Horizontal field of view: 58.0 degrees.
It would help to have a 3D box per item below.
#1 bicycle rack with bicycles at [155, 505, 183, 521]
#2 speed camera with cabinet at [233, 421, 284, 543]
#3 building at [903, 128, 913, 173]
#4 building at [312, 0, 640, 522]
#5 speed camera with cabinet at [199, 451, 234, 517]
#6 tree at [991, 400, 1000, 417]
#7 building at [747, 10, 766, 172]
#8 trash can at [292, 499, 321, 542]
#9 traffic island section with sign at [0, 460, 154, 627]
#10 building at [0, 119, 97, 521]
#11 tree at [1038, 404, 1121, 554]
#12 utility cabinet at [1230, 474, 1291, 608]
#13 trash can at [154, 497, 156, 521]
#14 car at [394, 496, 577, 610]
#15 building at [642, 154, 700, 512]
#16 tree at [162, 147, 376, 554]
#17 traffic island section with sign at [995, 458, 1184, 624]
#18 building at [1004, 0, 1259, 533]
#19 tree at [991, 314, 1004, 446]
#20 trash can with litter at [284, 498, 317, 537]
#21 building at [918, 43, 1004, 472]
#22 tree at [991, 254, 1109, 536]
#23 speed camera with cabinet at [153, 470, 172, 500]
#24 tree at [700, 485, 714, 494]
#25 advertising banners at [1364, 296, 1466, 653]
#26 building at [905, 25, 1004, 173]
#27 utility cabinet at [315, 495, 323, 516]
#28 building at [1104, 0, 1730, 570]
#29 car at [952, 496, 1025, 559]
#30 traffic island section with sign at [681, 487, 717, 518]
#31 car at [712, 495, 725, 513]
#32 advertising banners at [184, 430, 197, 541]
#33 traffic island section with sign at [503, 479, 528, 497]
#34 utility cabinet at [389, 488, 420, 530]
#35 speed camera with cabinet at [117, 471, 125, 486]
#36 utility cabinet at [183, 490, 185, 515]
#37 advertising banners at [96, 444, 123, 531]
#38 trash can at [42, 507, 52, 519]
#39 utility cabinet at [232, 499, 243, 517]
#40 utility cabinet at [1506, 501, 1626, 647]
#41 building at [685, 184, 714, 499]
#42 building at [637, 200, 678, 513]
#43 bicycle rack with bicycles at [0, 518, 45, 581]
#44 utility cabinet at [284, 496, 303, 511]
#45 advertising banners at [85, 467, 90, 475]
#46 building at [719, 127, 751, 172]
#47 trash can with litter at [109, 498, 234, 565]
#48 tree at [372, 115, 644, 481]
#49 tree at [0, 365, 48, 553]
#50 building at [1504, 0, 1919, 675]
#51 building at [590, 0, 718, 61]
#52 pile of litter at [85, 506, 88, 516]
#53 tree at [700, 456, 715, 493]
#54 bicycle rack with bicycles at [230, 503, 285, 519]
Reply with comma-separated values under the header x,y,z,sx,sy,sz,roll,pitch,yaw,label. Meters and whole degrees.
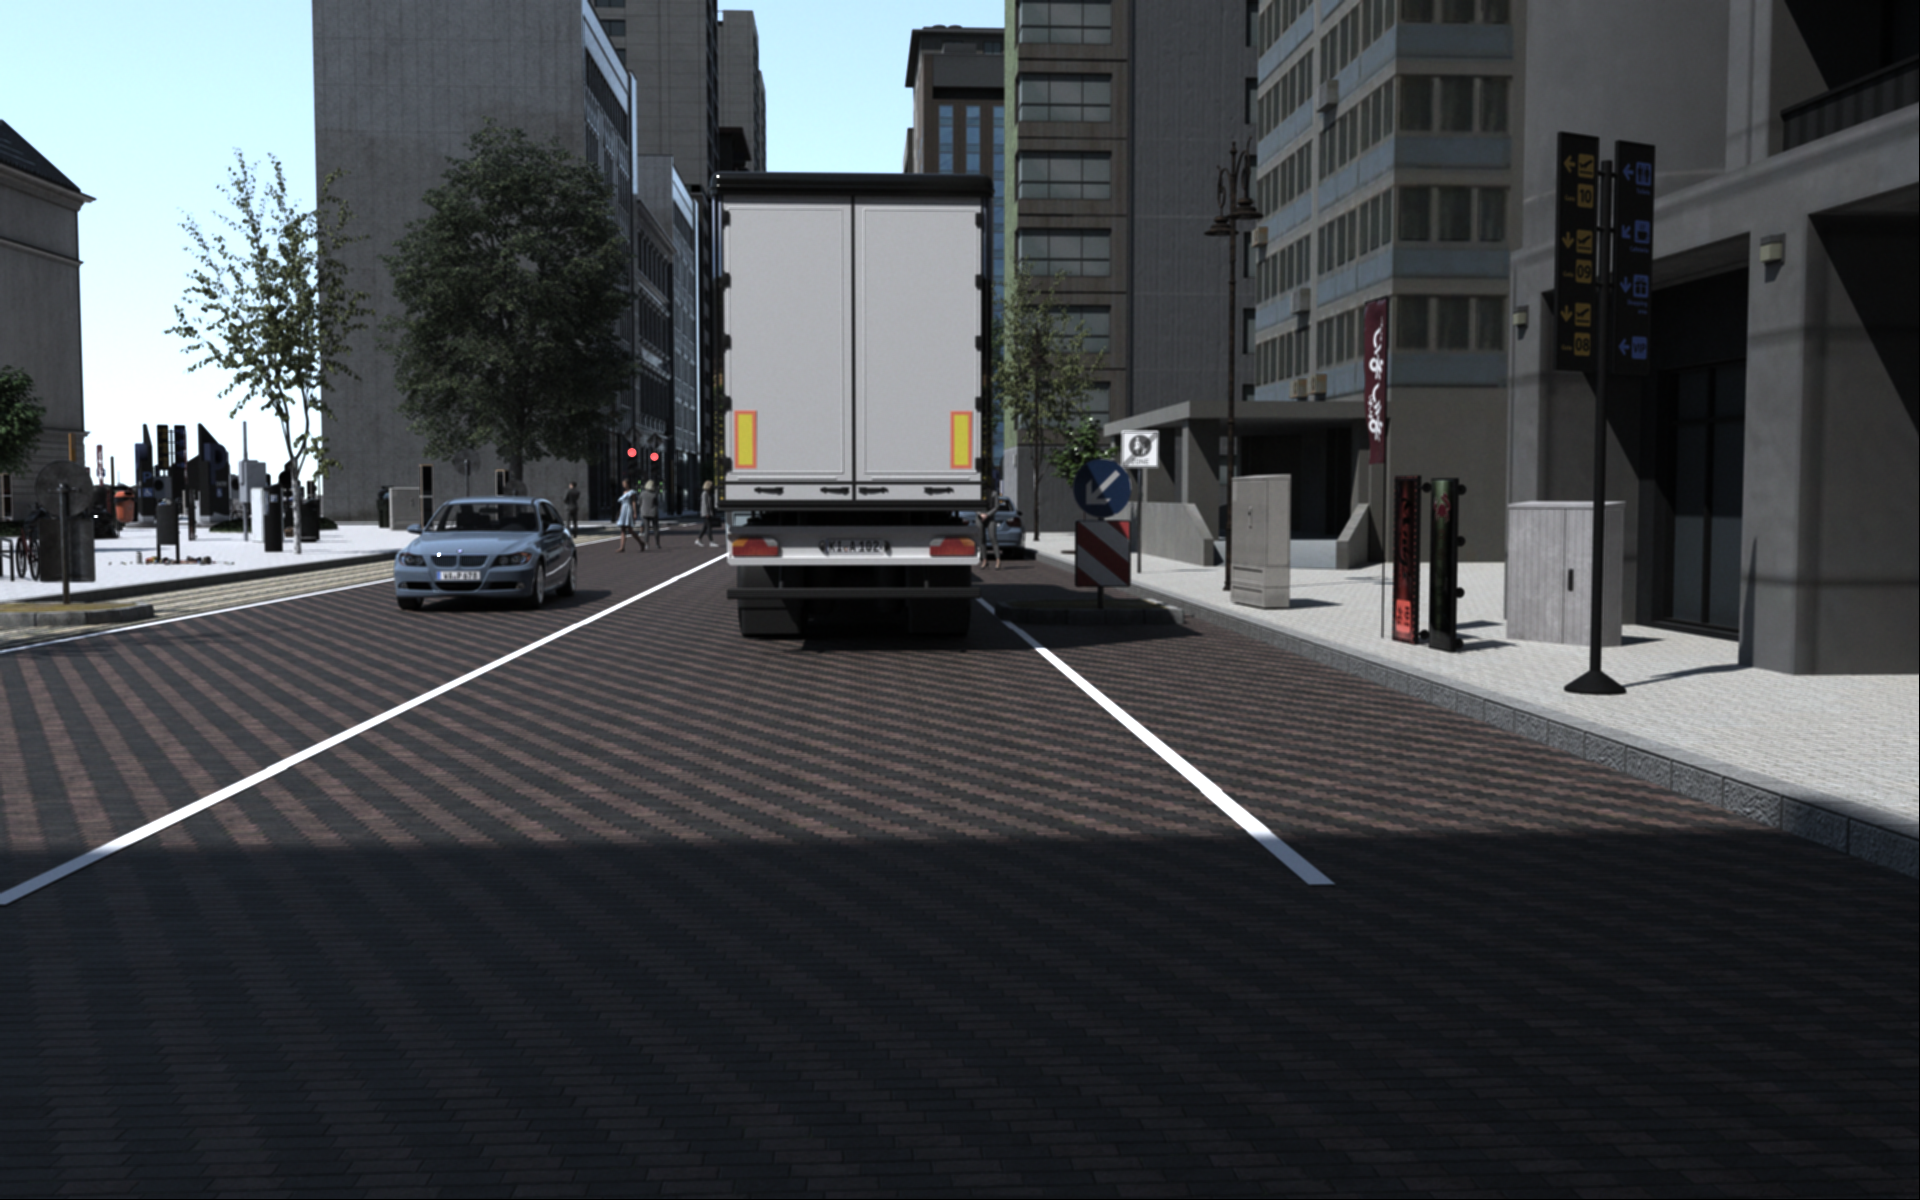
x,y,z,sx,sy,sz,roll,pitch,yaw,label
-39.181,-4.269,83.184,2.925,0.926,2.852,3,4,36,bicycle rack with bicycles
-18.777,-3.191,46.504,0.660,3.252,2.038,-3,4,-38,speed camera with cabinet
3.705,-36.435,219.414,21.300,48.544,21.600,0,4,-3,building
-23.776,-16.563,88.830,12.078,24.808,19.932,0,4,-3,building
-34.047,-5.221,79.705,0.660,3.252,2.038,1,4,22,speed camera with cabinet
-1.971,-12.241,117.148,9.611,12.733,9.660,0,3,0,tree
-38.445,-50.361,261.648,20.563,71.187,20.611,0,4,-3,building
-17.378,-2.107,46.095,0.748,1.137,0.748,0,3,0,trash can
-10.287,-0.663,19.472,1.989,1.847,2.006,0,4,-3,traffic island section with sign
-53.142,-13.330,82.577,19.286,19.102,10.561,0,4,-3,building
2.766,-2.609,37.261,1.663,3.219,1.824,0,3,0,tree
3.412,-0.678,19.767,0.318,1.500,1.173,-1,4,-10,utility cabinet
-36.772,-4.080,78.368,0.748,1.137,0.748,0,3,0,trash can
-6.207,-0.676,23.063,2.014,1.417,4.499,0,4,-4,car
-26.581,-19.109,130.456,12.078,24.808,19.932,0,4,-3,building
-14.313,-5.282,36.730,4.737,8.622,4.395,0,3,0,tree
1.428,-0.697,20.020,1.989,1.847,2.006,0,4,-3,traffic island section with sign
8.487,-23.247,63.686,14.154,41.232,14.086,0,4,-3,building
-0.135,-10.182,92.236,9.928,11.665,9.643,0,3,0,tree
-19.649,-2.457,51.554,1.055,1.170,0.624,-1,4,-16,trash can with litter
2.956,-32.047,174.072,14.600,45.320,14.200,0,4,-3,building
2.406,-6.276,52.972,4.737,8.622,4.395,0,3,0,tree
-40.855,-5.690,87.374,2.038,3.252,0.660,1,4,12,speed camera with cabinet
-21.281,-9.424,148.688,1.663,3.219,1.824,0,3,0,tree
3.849,-1.141,14.842,0.090,3.025,2.074,-1,4,-8,advertising banners
8.591,-37.052,195.037,28.713,52.752,27.495,0,4,-3,building
-38.220,-5.624,103.106,1.020,1.237,0.306,-2,4,-24,utility cabinet
19.977,-21.131,37.380,32.217,40.220,23.993,0,4,-3,building
0.469,-1.673,39.349,2.014,1.417,4.499,0,4,-3,car
-15.353,-5.707,101.938,1.989,1.847,2.006,0,4,-3,traffic island section with sign
-15.951,-6.333,115.548,2.014,1.417,4.499,0,4,-5,car
-21.307,-3.163,47.904,0.090,3.025,2.074,-1,4,-18,advertising banners
-11.943,-2.309,46.378,1.989,1.847,2.006,0,4,-3,traffic island section with sign
-19.336,-3.177,60.621,1.173,1.500,0.318,-2,4,-35,utility cabinet
-70.444,-9.256,145.671,0.660,3.252,2.038,-2,4,-33,speed camera with cabinet
-46.983,-5.937,105.748,0.318,1.500,1.173,0,4,5,utility cabinet
-29.839,-3.948,60.736,2.074,3.025,0.090,3,5,44,advertising banners
-40.998,-4.060,78.033,0.748,1.137,0.748,0,3,0,trash can
-40.638,-5.279,97.467,1.020,1.237,0.306,-1,4,-13,utility cabinet
5.205,-0.231,14.941,0.306,1.237,1.020,-2,4,-31,utility cabinet
-29.655,-23.780,160.507,14.160,30.474,14.107,0,4,-3,building
-24.677,-16.734,109.757,11.583,22.565,21.152,0,4,-3,building
-15.165,-0.769,25.949,2.852,0.926,2.925,-2,4,-32,bicycle rack with bicycles
-34.917,-4.870,90.784,1.020,1.237,0.306,1,4,21,utility cabinet
-55.594,-7.077,111.900,2.074,3.025,0.090,-1,4,-17,advertising banners
-35.659,-33.481,202.034,22.147,44.769,28.867,0,4,-3,building
-14.369,-1.269,31.810,2.233,1.210,1.678,2,4,26,trash can with litter
-15.471,-9.397,60.295,9.857,13.997,8.962,0,3,0,tree
-21.588,-3.303,37.712,4.285,4.588,4.351,0,3,0,tree
16.377,-34.719,5.913,20.563,71.187,20.611,0,4,-3,building
-32.961,-45.148,176.421,20.563,71.187,20.611,0,4,-3,building
-41.743,-4.259,83.596,1.176,0.858,1.719,1,4,20,pile of litter
-20.502,-9.824,144.330,4.285,4.588,4.351,0,3,0,tree
-28.238,-3.428,69.425,2.925,0.926,2.852,0,4,8,bicycle rack with bicycles
